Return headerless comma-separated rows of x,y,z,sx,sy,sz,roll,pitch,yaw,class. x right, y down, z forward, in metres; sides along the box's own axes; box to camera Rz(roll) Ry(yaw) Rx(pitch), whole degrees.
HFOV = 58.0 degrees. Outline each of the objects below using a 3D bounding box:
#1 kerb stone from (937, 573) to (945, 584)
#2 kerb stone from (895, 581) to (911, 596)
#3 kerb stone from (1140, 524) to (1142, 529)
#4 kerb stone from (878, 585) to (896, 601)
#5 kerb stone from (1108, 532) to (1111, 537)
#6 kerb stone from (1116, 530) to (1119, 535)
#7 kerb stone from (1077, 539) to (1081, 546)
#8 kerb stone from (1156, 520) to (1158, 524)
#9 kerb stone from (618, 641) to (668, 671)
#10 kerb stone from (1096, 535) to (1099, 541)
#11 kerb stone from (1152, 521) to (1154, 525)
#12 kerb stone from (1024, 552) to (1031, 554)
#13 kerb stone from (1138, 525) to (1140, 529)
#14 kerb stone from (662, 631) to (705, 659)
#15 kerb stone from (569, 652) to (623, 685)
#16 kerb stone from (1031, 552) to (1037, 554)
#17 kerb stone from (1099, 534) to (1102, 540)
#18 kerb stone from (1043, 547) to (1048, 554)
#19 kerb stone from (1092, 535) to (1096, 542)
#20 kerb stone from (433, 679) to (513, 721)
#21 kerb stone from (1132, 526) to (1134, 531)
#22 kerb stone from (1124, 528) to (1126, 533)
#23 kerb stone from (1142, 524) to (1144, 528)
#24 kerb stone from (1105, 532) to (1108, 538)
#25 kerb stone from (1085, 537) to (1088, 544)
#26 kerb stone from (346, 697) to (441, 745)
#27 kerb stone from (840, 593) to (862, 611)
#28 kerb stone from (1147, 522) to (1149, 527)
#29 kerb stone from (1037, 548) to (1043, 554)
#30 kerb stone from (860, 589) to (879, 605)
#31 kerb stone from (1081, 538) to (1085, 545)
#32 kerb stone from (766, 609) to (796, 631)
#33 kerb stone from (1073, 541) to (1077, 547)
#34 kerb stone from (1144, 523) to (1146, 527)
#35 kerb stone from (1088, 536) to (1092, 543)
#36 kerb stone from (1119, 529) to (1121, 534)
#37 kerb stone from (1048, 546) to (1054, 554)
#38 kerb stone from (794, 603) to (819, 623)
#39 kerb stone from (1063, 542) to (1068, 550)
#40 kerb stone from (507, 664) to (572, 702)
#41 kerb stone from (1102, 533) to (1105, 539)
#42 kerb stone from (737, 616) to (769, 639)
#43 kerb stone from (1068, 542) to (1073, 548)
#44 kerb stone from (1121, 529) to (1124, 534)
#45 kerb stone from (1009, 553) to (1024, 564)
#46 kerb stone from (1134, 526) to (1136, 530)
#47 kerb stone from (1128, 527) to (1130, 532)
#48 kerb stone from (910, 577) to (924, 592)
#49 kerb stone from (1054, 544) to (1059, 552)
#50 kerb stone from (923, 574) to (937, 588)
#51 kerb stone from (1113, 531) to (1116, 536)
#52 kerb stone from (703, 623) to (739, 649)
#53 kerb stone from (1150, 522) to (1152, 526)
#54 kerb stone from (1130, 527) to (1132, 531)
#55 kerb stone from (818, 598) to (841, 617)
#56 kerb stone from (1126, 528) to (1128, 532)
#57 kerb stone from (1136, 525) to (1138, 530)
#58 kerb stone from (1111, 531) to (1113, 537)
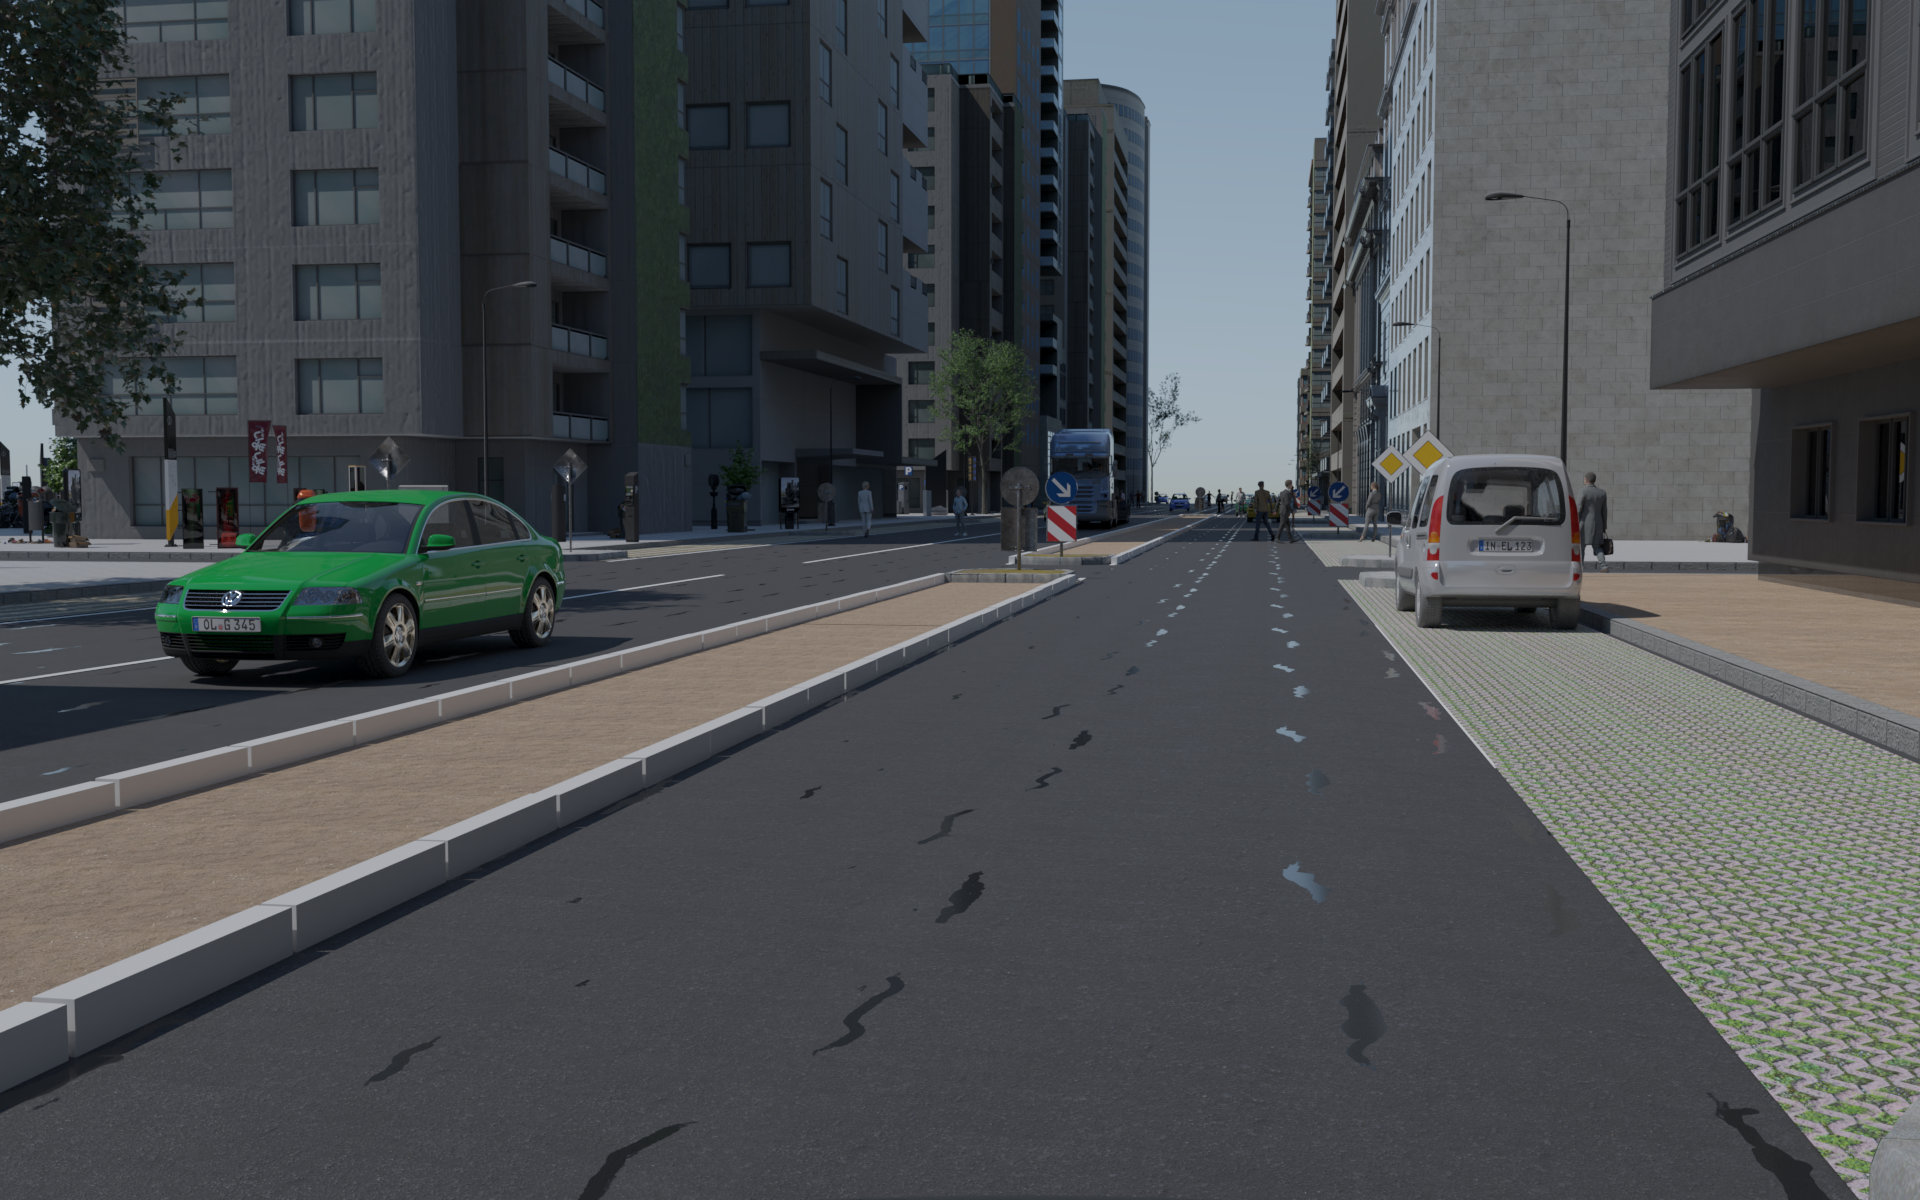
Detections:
-0.369,-0.326,27.524,0.120,0.150,1.000,1,4,10,kerb stone
-0.895,-0.136,24.487,0.120,0.150,1.000,1,4,10,kerb stone
7.216,-2.953,70.473,0.120,0.150,1.000,1,4,10,kerb stone
-1.070,-0.076,23.480,0.120,0.150,1.000,1,4,10,kerb stone
4.719,-2.088,56.340,0.120,0.150,1.000,1,4,10,kerb stone
5.250,-2.274,59.376,0.120,0.150,1.000,1,4,10,kerb stone
3.121,-1.529,47.262,0.120,0.150,1.000,1,4,10,kerb stone
8.982,-3.570,80.567,0.120,0.150,1.000,1,4,10,kerb stone
-2.677,0.478,14.378,0.120,0.150,1.000,1,4,10,kerb stone
4.012,-1.842,52.311,0.120,0.150,1.000,1,4,10,kerb stone
8.459,-3.384,77.545,0.120,0.150,1.000,1,4,10,kerb stone
1.334,-0.914,37.143,0.120,0.150,1.000,1,4,10,kerb stone
7.033,-2.890,69.468,0.120,0.150,1.000,1,4,10,kerb stone
-2.510,0.416,15.386,0.120,0.150,1.000,1,4,10,kerb stone
-2.857,0.540,13.362,0.120,0.150,1.000,1,4,10,kerb stone
1.516,-0.976,38.158,0.120,0.150,1.000,1,4,10,kerb stone
4.184,-1.904,53.319,0.120,0.150,1.000,1,4,10,kerb stone
1.869,-1.101,40.189,0.120,0.150,1.000,1,4,10,kerb stone
3.831,-1.775,51.296,0.120,0.150,1.000,1,4,10,kerb stone
-3.217,0.664,11.337,0.120,0.150,1.000,1,4,10,kerb stone
6.500,-2.706,66.446,0.120,0.150,1.000,1,4,10,kerb stone
5.784,-2.459,62.407,0.120,0.150,1.000,1,4,10,kerb stone
7.384,-3.014,71.482,0.120,0.150,1.000,1,4,10,kerb stone
4.541,-2.024,55.334,0.120,0.150,1.000,1,4,10,kerb stone
3.470,-1.655,49.284,0.120,0.150,1.000,1,4,10,kerb stone
-3.397,0.726,10.322,0.120,0.150,1.000,1,4,10,kerb stone
-1.425,0.045,21.456,0.120,0.150,1.000,1,4,10,kerb stone
7.924,-3.200,74.507,0.120,0.150,1.000,1,4,10,kerb stone
1.698,-1.039,39.181,0.120,0.150,1.000,1,4,10,kerb stone
-1.257,-0.017,22.474,0.120,0.150,1.000,1,4,10,kerb stone
3.294,-1.595,48.269,0.120,0.150,1.000,1,4,10,kerb stone
-1.968,0.230,18.429,0.120,0.150,1.000,1,4,10,kerb stone
2.943,-1.472,46.255,0.120,0.150,1.000,1,4,10,kerb stone
7.565,-3.076,72.487,0.120,0.150,1.000,1,4,10,kerb stone
3.658,-1.718,50.288,0.120,0.150,1.000,1,4,10,kerb stone
5.434,-2.330,60.384,0.120,0.150,1.000,1,4,10,kerb stone
2.044,-1.162,41.196,0.120,0.150,1.000,1,4,10,kerb stone
-1.795,0.169,19.437,0.120,0.150,1.000,1,4,10,kerb stone
2.581,-1.345,44.237,0.120,0.150,1.000,1,4,10,kerb stone
-3.038,0.602,12.355,0.120,0.150,1.000,1,4,10,kerb stone
4.365,-1.965,54.327,0.120,0.150,1.000,1,4,10,kerb stone
-2.148,0.293,17.405,0.120,0.150,1.000,1,4,10,kerb stone
2.767,-1.403,45.249,0.120,0.150,1.000,1,4,10,kerb stone
5.612,-2.398,61.400,0.120,0.150,1.000,1,4,10,kerb stone
1.150,-0.850,36.126,0.120,0.150,1.000,1,4,10,kerb stone
6.673,-2.764,67.453,0.120,0.150,1.000,1,4,10,kerb stone
6.146,-2.582,64.422,0.120,0.150,1.000,1,4,10,kerb stone
-0.719,-0.202,25.494,0.120,0.150,1.000,1,4,10,kerb stone
2.225,-1.224,42.208,0.120,0.150,1.000,1,4,10,kerb stone
-0.544,-0.263,26.504,0.120,0.150,1.000,1,4,10,kerb stone
5.074,-2.211,58.365,0.120,0.150,1.000,1,4,10,kerb stone
-2.324,0.357,16.392,0.120,0.150,1.000,1,4,10,kerb stone
8.272,-3.323,76.538,0.120,0.150,1.000,1,4,10,kerb stone
6.322,-2.644,65.428,0.120,0.150,1.000,1,4,10,kerb stone
-1.613,0.110,20.443,0.120,0.150,1.000,1,4,10,kerb stone
5.968,-2.520,63.415,0.120,0.150,1.000,1,4,10,kerb stone
6.853,-2.828,68.462,0.120,0.150,1.000,1,4,10,kerb stone
4.891,-2.150,57.351,0.120,0.150,1.000,1,4,10,kerb stone
